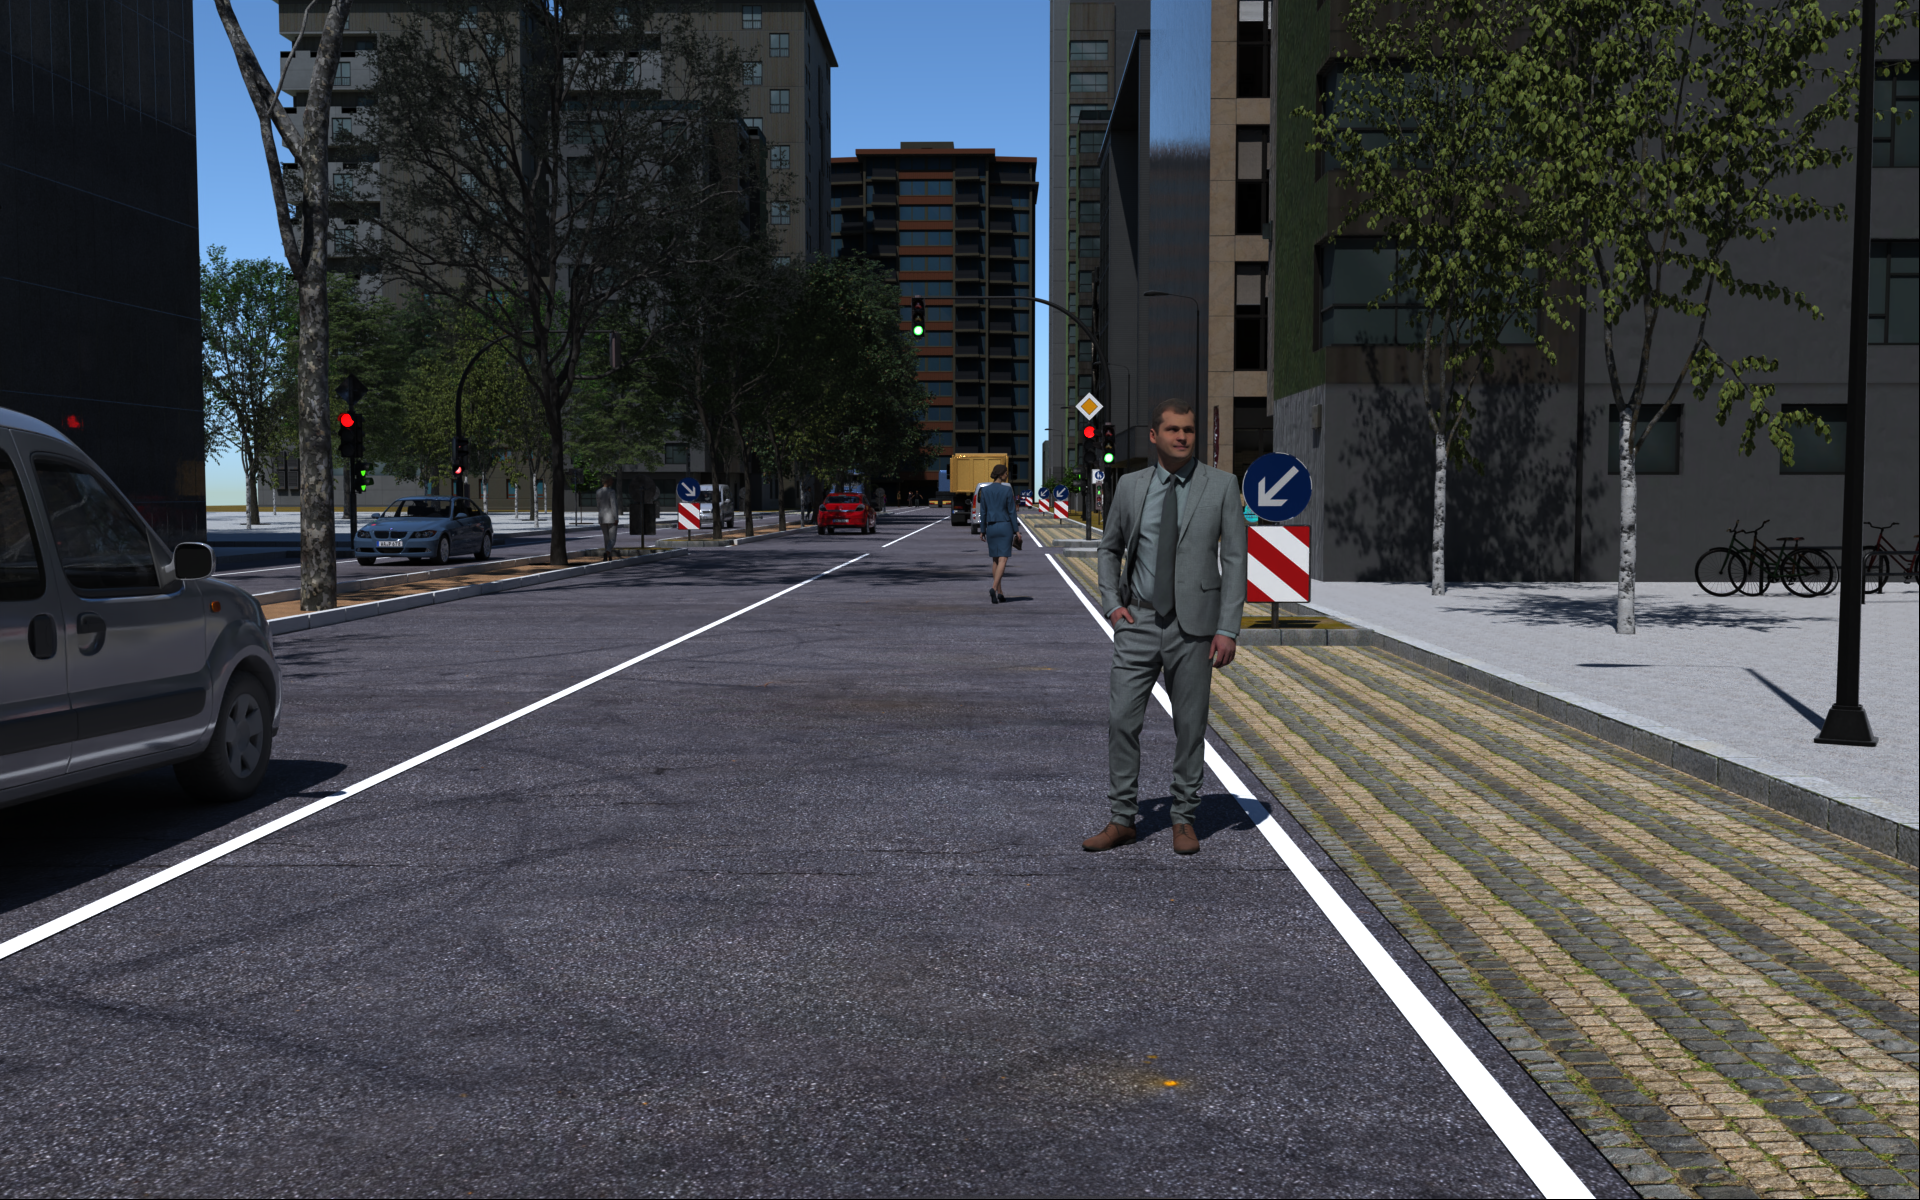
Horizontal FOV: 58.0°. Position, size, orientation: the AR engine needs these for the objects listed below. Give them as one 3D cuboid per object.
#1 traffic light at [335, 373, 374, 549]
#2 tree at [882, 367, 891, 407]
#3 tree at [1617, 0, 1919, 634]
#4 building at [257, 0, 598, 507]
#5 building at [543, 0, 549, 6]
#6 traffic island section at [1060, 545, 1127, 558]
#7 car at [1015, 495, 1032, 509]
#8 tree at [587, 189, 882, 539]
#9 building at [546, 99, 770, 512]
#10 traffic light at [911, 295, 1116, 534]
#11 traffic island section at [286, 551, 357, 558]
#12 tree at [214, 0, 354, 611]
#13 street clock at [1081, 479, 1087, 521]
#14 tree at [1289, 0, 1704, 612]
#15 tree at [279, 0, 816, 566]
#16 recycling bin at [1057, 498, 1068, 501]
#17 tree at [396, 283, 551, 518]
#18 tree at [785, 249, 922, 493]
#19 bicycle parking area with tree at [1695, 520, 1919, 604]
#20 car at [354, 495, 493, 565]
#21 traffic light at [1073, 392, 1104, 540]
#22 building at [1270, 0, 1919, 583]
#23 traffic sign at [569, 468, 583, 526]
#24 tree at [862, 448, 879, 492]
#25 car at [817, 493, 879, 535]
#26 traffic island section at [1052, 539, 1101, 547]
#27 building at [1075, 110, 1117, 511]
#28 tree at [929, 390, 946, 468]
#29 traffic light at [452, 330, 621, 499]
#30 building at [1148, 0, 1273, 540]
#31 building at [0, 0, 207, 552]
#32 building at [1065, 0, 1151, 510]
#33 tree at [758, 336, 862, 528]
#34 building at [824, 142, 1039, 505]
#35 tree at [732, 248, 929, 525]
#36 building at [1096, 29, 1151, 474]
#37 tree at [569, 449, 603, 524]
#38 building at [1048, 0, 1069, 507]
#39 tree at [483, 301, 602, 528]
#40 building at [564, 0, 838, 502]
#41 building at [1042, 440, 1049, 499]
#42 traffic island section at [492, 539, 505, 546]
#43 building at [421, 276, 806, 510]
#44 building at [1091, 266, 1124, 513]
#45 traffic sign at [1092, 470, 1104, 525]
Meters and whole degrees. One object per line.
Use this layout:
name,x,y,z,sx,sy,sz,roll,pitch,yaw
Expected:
traffic light,-14.090,-3.137,40.211,0.839,4.253,0.868,0,4,1
tree,-7.014,-7.411,58.042,8.767,10.594,7.601,0,4,1
tree,6.099,-3.978,15.402,4.737,8.622,4.395,0,3,0
building,-55.627,-36.372,183.915,27.495,52.752,28.713,0,4,1
building,-65.074,-55.424,218.854,31.000,86.520,22.319,0,4,1
traffic island section,3.407,-1.081,39.957,2.009,0.180,2.903,0,4,1
car,5.974,-9.392,166.132,1.945,1.354,3.894,0,4,0
tree,-7.009,-6.941,50.353,8.767,10.594,7.601,0,4,1
building,-22.306,-21.945,130.495,14.160,30.474,14.107,0,4,1
traffic light,1.274,-3.980,39.749,4.771,5.953,1.251,0,4,1
traffic island section,-14.130,-1.105,40.346,2.009,0.180,2.903,0,4,1
tree,-9.064,-9.980,21.523,12.611,20.169,13.585,0,3,0
street clock,5.962,-4.793,82.939,0.471,2.002,0.358,1,4,8
tree,6.304,-4.363,21.691,4.737,8.622,4.395,0,3,0
tree,-7.996,-7.417,34.093,12.009,13.543,11.850,0,3,0
recycling bin,6.672,-6.120,112.608,0.722,1.027,0.722,0,4,1
tree,-16.547,-6.705,59.994,4.737,8.622,4.395,0,3,0
tree,-6.370,-11.102,90.634,9.857,13.997,8.962,0,3,0
bicycle parking area with tree,13.702,-1.961,19.065,9.016,4.147,8.231,0,4,1
car,-11.175,-1.491,36.380,2.014,1.417,4.499,0,4,2
traffic light,3.543,-3.603,47.827,0.839,4.253,0.868,0,4,1
building,12.478,-15.864,31.086,14.160,30.474,14.107,0,4,1
traffic sign,-15.271,-4.082,68.868,0.606,2.300,0.079,1,4,9
tree,-6.248,-8.933,98.872,4.737,8.622,4.395,0,3,0
car,-4.057,-3.274,62.571,2.155,1.783,4.494,0,4,3
traffic island section,3.583,-1.569,47.940,2.009,0.180,2.903,0,4,1
building,15.850,-22.130,133.521,14.160,30.474,14.107,0,4,1
tree,-5.713,-11.449,106.652,9.611,12.733,9.660,0,3,0
traffic light,-11.821,-4.496,48.183,4.771,5.953,1.251,0,4,1
building,24.047,-15.406,56.408,34.151,26.468,19.350,0,4,1
building,-27.415,-13.172,33.384,19.932,24.808,12.078,0,4,1
building,15.993,-28.359,147.263,14.154,41.232,14.086,0,4,1
tree,-6.596,-7.320,72.507,4.737,8.622,4.395,0,3,0
building,-4.714,-34.467,218.157,28.867,44.769,22.147,0,4,1
tree,-6.581,-9.828,80.151,9.611,12.733,9.660,0,3,0
building,14.659,-16.264,84.980,14.314,24.678,30.058,0,4,1
tree,-16.158,-4.830,73.577,1.663,3.219,1.824,0,3,0
building,19.869,-39.135,181.850,21.231,58.520,28.212,0,4,1
tree,-16.101,-7.059,65.776,4.360,8.622,3.978,0,3,0
building,-27.865,-36.376,183.988,27.495,52.752,28.713,0,4,1
building,25.954,-55.261,216.189,31.000,86.520,22.319,0,4,1
traffic island section,-13.954,-1.593,48.329,2.009,0.180,2.903,0,4,1
building,-29.013,-18.801,152.440,27.650,21.520,28.899,0,4,1
building,17.024,-15.085,114.090,16.820,18.784,16.811,0,4,1
traffic sign,5.771,-4.260,71.783,0.606,2.300,0.079,0,4,7
